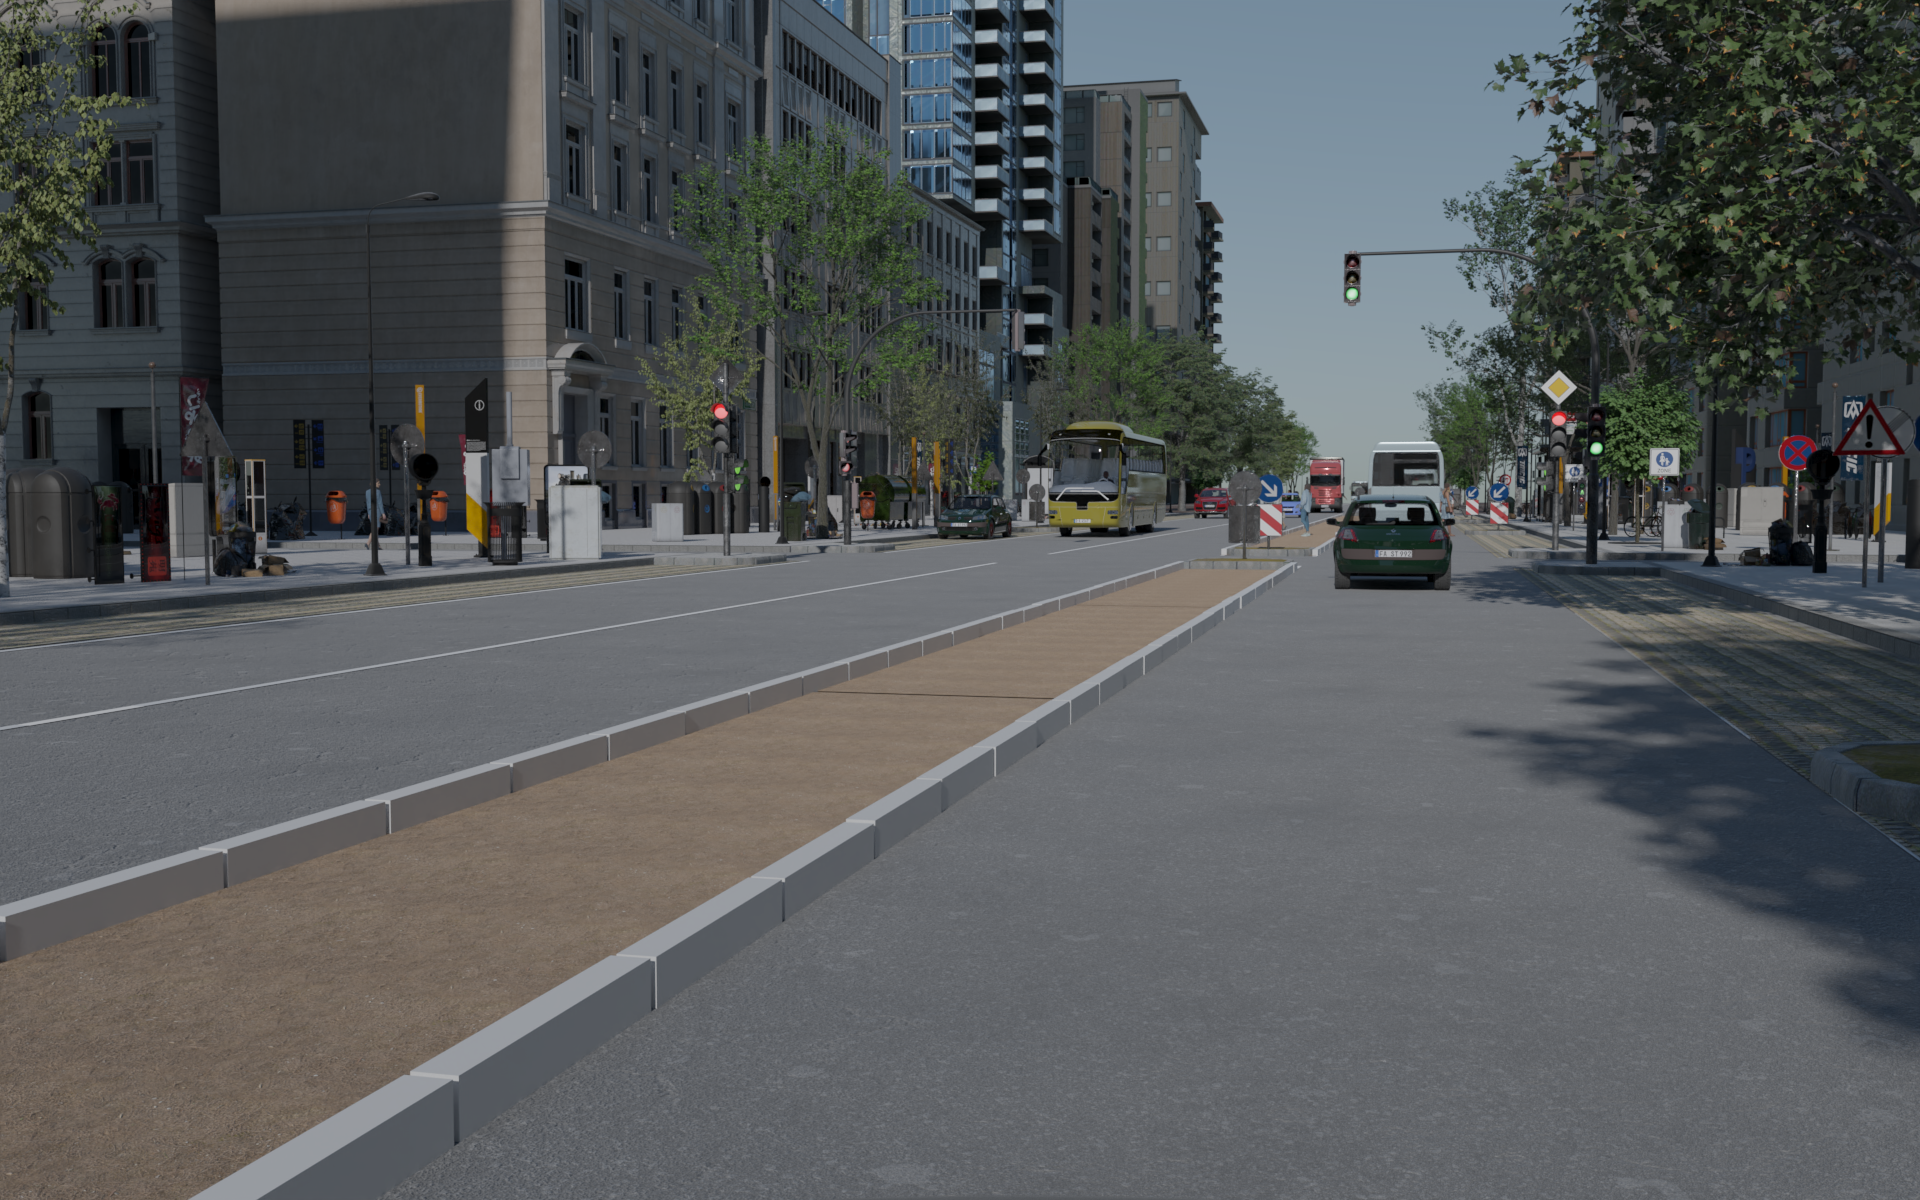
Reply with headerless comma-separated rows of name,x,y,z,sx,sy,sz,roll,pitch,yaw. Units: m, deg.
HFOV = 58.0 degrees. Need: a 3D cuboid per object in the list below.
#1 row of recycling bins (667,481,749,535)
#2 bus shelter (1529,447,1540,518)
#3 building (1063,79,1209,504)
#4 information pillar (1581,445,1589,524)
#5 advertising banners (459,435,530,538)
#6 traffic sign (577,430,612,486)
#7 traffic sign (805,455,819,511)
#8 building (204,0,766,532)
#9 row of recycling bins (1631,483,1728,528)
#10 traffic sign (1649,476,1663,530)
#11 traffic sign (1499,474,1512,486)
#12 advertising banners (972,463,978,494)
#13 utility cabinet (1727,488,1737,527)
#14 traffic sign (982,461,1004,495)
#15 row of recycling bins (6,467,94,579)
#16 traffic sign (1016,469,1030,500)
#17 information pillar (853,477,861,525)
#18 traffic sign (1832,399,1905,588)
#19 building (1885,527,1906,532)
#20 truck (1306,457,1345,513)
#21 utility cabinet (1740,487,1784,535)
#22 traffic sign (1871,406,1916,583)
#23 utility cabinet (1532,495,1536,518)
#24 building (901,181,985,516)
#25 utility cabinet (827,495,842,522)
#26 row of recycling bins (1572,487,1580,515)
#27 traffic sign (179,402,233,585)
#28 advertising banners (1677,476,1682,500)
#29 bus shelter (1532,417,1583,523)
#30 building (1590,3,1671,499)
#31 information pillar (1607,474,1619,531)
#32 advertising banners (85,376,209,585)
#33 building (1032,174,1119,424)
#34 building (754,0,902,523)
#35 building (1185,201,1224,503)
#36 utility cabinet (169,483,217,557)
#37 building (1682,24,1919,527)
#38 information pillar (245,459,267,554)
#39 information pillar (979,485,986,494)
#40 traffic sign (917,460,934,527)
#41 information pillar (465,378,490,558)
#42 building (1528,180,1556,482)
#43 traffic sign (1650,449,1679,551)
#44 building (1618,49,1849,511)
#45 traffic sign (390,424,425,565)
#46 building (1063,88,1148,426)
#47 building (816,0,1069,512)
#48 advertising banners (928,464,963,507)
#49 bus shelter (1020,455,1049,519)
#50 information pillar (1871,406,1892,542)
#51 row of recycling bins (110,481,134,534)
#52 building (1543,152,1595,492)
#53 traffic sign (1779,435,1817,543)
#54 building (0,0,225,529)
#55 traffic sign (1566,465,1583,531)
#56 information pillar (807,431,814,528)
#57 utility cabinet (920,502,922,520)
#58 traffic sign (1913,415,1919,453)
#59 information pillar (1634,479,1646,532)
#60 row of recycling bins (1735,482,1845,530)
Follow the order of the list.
row of recycling bins,-8.074,-2.950,55.350,1.069,1.692,3.534,2,4,32
bus shelter,30.386,-6.000,89.378,1.731,3.624,6.357,1,4,14
building,16.861,-39.041,227.561,28.713,52.752,27.495,1,4,14
information pillar,26.847,-5.076,74.355,0.183,3.616,0.504,-1,4,-21
advertising banners,-13.570,-3.319,50.458,2.074,3.025,0.090,0,4,4
traffic sign,-7.295,-2.104,34.511,0.768,2.556,0.104,1,4,17
traffic sign,-4.776,-3.477,56.952,0.768,2.556,0.104,1,4,21
building,-17.300,-17.252,67.982,13.634,28.700,20.117,1,4,14
row of recycling bins,27.660,-3.639,66.614,3.534,1.692,1.069,2,4,35
traffic sign,24.847,-3.808,62.263,0.884,2.594,0.081,1,4,22
traffic sign,34.675,-6.732,110.177,0.768,2.556,0.104,1,4,22
advertising banners,0.843,-6.091,95.771,0.090,3.025,2.074,0,4,-7
utility cabinet,30.128,-3.613,67.752,0.318,1.500,1.173,0,4,-4
traffic sign,1.261,-4.096,66.975,0.884,2.594,0.081,1,4,16
row of recycling bins,-14.701,-1.240,27.379,3.534,1.692,1.069,3,5,44
traffic sign,3.165,-5.333,87.305,0.768,2.556,0.104,1,4,22
information pillar,-4.317,-4.180,72.838,0.304,2.012,0.304,-1,4,-11
traffic sign,12.417,-1.450,23.709,0.884,2.594,0.081,1,4,21
building,46.333,-12.844,55.045,28.899,21.520,27.650,1,4,14
truck,28.303,-8.849,133.602,2.839,4.237,11.283,1,4,13
utility cabinet,24.766,-2.742,53.509,1.173,1.500,0.318,2,4,29
traffic sign,13.349,-1.525,25.038,0.768,2.556,0.104,1,4,18
utility cabinet,31.526,-5.116,94.814,0.306,1.237,1.020,2,4,23
building,-5.370,-15.691,105.692,9.793,20.994,18.267,1,4,14
utility cabinet,-5.712,-4.184,79.573,1.020,1.237,0.306,2,4,27
row of recycling bins,38.199,-6.027,105.660,3.534,1.692,1.069,1,4,11
traffic sign,-10.622,-1.491,24.384,0.884,2.594,0.081,1,4,16
advertising banners,30.620,-4.728,73.483,0.090,3.025,2.074,1,4,12
bus shelter,28.012,-6.337,81.250,2.179,5.291,8.768,1,4,15
building,71.932,-34.561,154.315,28.713,52.752,27.495,1,4,14
information pillar,22.522,-3.378,59.722,0.304,2.012,0.304,2,4,27
advertising banners,-11.770,-1.775,25.209,0.090,3.025,2.074,2,4,28
building,6.426,-23.645,158.297,14.160,30.474,14.107,1,4,14
building,-11.537,-16.480,87.477,12.078,24.808,19.932,1,4,14
building,26.662,-36.679,254.329,22.147,44.769,28.867,1,4,14
utility cabinet,-15.682,-1.631,35.351,0.318,1.500,1.173,1,4,20
building,53.069,-14.736,85.971,27.650,21.520,28.899,1,4,14
information pillar,-15.013,-1.985,36.943,0.304,2.012,0.304,3,5,41
information pillar,1.326,-6.017,102.867,0.304,2.012,0.304,-1,4,-23
traffic sign,-1.434,-4.080,66.712,0.884,2.594,0.081,1,4,20
information pillar,-9.721,-2.666,34.943,0.504,3.616,0.183,1,4,13
building,93.074,-38.184,243.919,23.786,49.044,30.456,1,4,14
traffic sign,15.774,-2.245,38.829,0.606,2.300,0.079,1,4,23
building,67.273,-26.757,129.359,32.217,40.220,23.993,1,4,14
traffic sign,-10.034,-1.915,31.408,0.768,2.556,0.104,1,4,22
building,10.491,-29.838,171.452,14.154,41.232,14.086,1,4,14
building,-3.283,-50.347,135.840,22.319,86.520,31.000,1,4,14
advertising banners,-0.841,-6.240,98.218,2.074,3.025,0.090,1,4,13
bus shelter,4.746,-6.026,92.452,2.014,3.302,5.546,1,4,14
information pillar,24.511,-3.341,45.988,0.183,3.616,0.504,-1,4,-15
row of recycling bins,-28.548,-3.033,56.709,3.534,1.692,1.069,1,4,20
building,84.942,-34.309,215.569,22.147,44.769,28.867,1,4,14
traffic sign,18.095,-2.285,37.472,0.768,2.556,0.104,1,4,15
building,-36.558,-17.234,69.158,23.554,28.519,14.401,1,4,14
traffic sign,21.315,-3.547,60.121,0.606,2.300,0.079,1,4,19
information pillar,-5.539,-4.486,64.695,0.183,3.616,0.504,1,4,22
utility cabinet,-2.030,-4.516,84.994,0.306,1.237,1.020,1,4,16
traffic sign,14.333,-1.546,25.386,0.768,2.556,0.104,1,4,21
information pillar,22.872,-3.289,58.269,0.304,2.012,0.304,2,4,32
row of recycling bins,28.884,-3.255,60.329,3.534,1.692,1.069,3,5,40
